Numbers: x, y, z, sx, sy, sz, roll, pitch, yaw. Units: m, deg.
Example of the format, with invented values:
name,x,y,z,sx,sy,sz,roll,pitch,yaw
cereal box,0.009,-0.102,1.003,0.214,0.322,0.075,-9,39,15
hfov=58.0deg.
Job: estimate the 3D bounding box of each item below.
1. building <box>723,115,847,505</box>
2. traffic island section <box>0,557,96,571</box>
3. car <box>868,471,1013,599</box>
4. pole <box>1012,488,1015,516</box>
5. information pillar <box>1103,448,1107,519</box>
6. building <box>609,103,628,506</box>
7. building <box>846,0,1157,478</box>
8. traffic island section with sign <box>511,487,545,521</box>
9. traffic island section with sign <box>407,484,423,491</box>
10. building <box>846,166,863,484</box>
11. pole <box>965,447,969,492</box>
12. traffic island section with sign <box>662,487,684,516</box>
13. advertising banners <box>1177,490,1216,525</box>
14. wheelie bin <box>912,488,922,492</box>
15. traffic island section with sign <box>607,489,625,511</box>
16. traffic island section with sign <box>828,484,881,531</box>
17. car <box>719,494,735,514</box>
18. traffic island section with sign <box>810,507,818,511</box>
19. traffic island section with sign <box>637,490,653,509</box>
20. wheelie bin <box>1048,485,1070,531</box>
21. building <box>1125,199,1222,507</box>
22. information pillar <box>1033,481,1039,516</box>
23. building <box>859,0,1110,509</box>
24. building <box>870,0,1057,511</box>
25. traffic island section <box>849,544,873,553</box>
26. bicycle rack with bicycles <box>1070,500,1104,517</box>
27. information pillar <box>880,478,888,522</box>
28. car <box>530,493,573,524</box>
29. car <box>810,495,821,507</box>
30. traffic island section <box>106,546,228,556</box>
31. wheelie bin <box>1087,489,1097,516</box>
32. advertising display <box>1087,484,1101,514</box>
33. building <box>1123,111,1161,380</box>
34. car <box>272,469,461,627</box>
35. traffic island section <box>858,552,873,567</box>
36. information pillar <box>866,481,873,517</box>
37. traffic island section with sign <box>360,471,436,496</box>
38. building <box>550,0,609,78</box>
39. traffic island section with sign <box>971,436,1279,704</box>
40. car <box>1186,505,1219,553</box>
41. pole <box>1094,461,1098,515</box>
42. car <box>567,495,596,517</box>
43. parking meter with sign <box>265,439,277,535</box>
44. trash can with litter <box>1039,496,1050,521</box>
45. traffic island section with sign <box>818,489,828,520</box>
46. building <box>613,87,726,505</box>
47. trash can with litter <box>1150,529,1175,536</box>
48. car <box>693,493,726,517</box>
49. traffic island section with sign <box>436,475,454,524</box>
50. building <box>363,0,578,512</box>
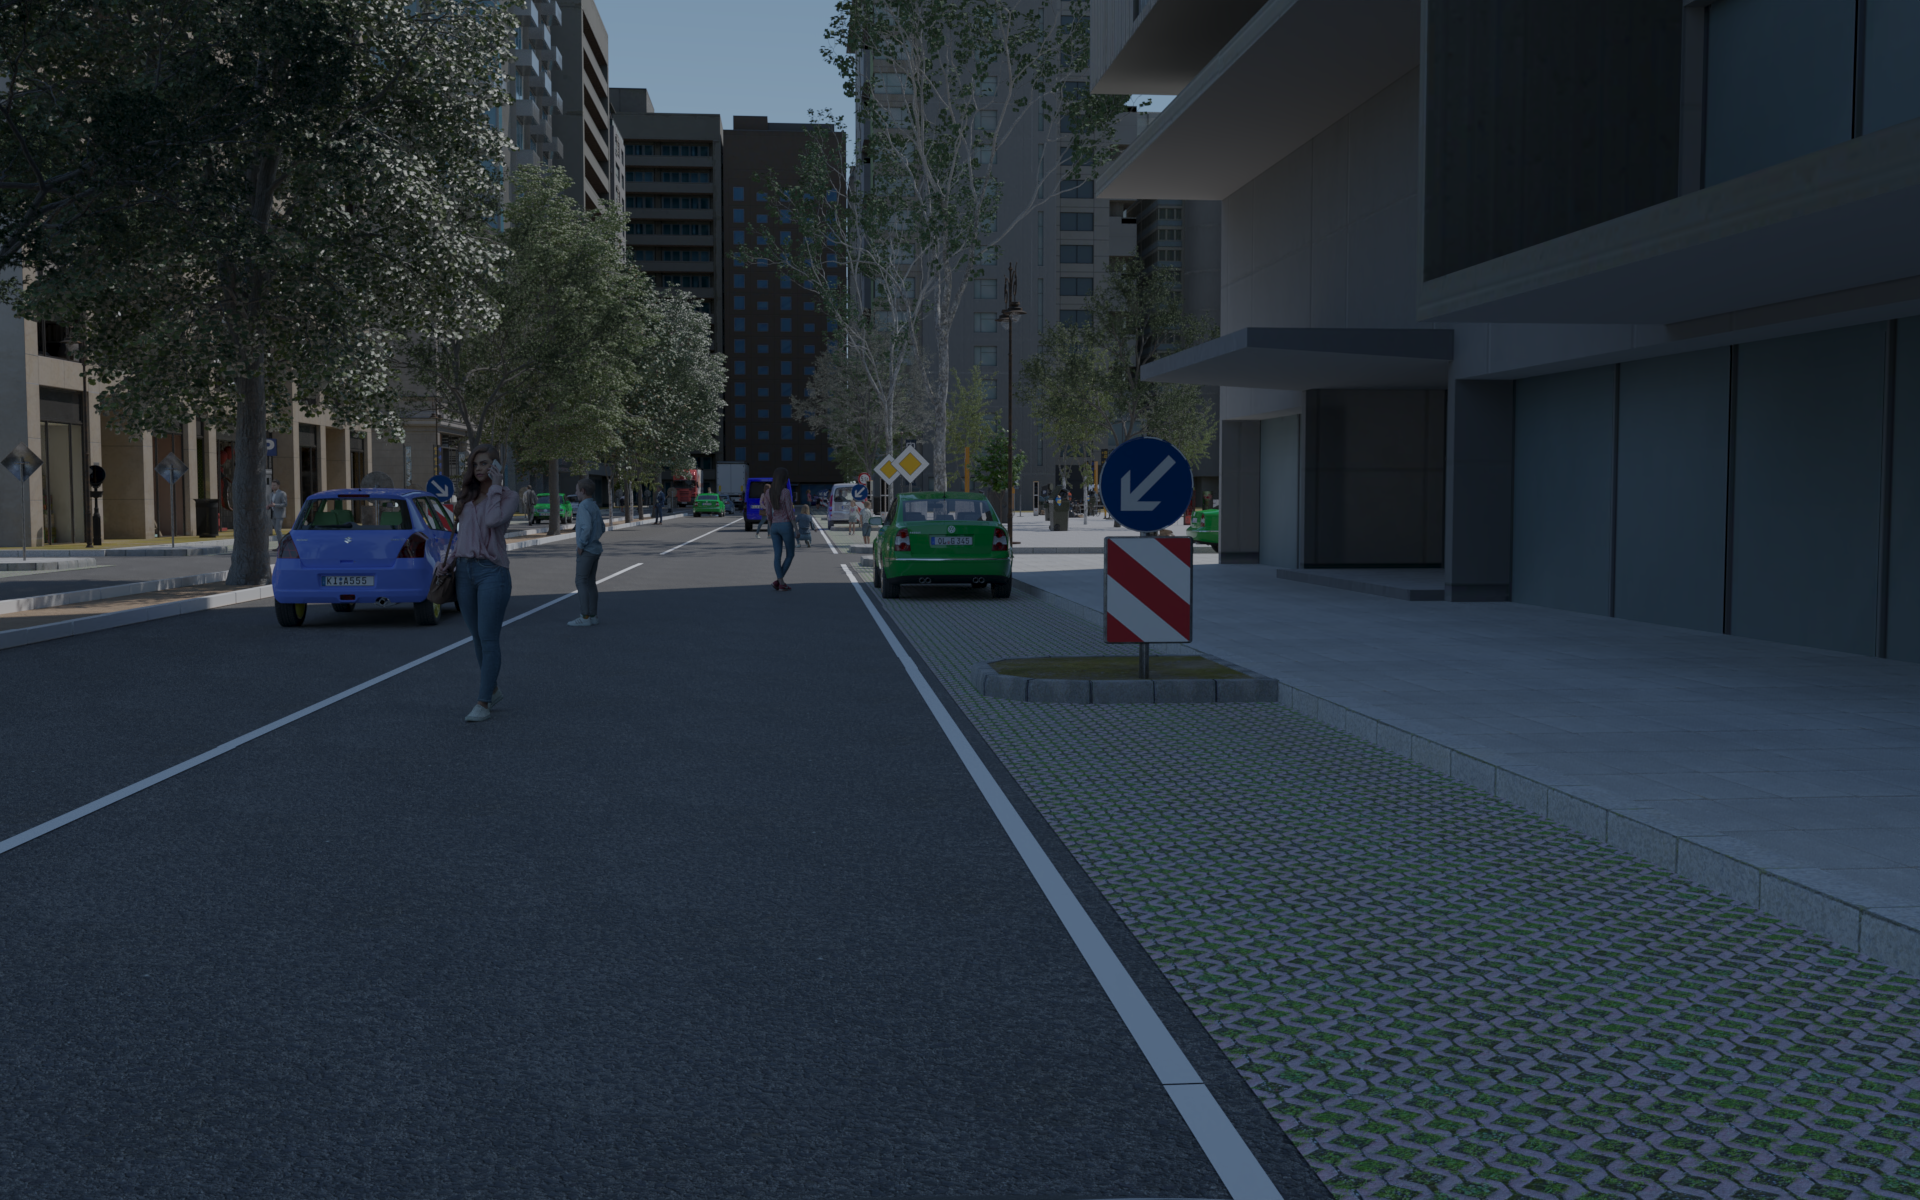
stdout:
name,x,y,z,sx,sy,sz,roll,pitch,yaw
building,-20.938,-34.163,208.676,14.200,45.320,14.600,0,4,-5
traffic island section,-18.047,-0.678,33.373,2.009,0.180,2.903,0,4,-5
car,-0.320,-0.994,25.044,1.959,1.807,4.718,0,4,-5
pole,3.172,-6.685,103.149,0.158,3.312,0.155,0,3,0
information pillar,7.460,-5.971,88.985,0.183,3.616,0.504,0,4,-2
building,-42.532,-30.518,182.561,14.086,41.232,14.154,0,4,-5
building,3.041,-36.111,179.657,28.713,52.752,27.495,0,4,-5
traffic island section with sign,-23.325,-5.153,92.882,1.989,1.847,2.006,0,4,-5
traffic island section with sign,-20.781,-3.500,65.849,1.989,1.847,2.006,0,4,-5
building,-6.512,-32.162,209.446,14.086,41.232,14.154,0,4,-5
pole,0.308,-4.979,75.246,0.158,3.312,0.155,0,3,0
traffic island section with sign,-19.393,-6.621,116.391,2.006,1.907,1.989,0,4,-5
advertising banners,9.467,-4.589,71.220,2.074,3.025,0.090,0,3,0
wheelie bin,-2.282,-5.043,90.359,0.693,1.594,0.980,-3,5,-42
traffic island section with sign,-28.023,-8.198,142.665,1.989,1.847,2.006,0,4,-5
traffic island section with sign,-4.034,-3.595,67.411,1.989,1.847,2.006,0,4,-5
car,-16.968,-6.779,122.831,2.014,1.417,4.499,0,4,-4
traffic island section with sign,-13.865,-9.980,171.806,1.989,1.847,2.006,0,4,-5
traffic island section with sign,-30.544,-9.839,169.503,1.989,1.847,2.006,0,4,-5
wheelie bin,3.451,-3.194,60.125,0.693,1.594,0.980,-1,4,-14
building,29.798,-29.840,179.766,23.993,40.220,32.217,0,4,-5
information pillar,4.425,-5.894,100.860,0.304,2.012,0.304,0,4,2
building,1.446,-43.799,154.362,20.563,71.187,20.611,0,4,-5
building,-0.131,-27.762,137.505,14.154,41.232,14.086,0,4,-5
traffic island section,-1.729,-1.262,42.919,2.009,0.180,2.903,0,4,-5
bicycle rack with bicycles,6.984,-5.250,99.225,2.852,0.926,2.925,2,4,28
information pillar,-3.459,-4.598,79.676,0.304,2.012,0.304,2,4,34
car,-19.823,-4.591,83.864,1.959,1.807,4.718,0,4,-7
car,-14.573,-10.031,176.582,1.945,1.354,3.894,0,4,-4
traffic island section,-18.796,-1.165,41.323,2.009,0.180,2.903,0,4,-5
wheelie bin,7.724,-5.770,102.254,0.693,1.594,0.980,0,4,8
advertising display,8.548,-6.444,110.574,0.974,1.923,0.123,-2,4,-32
building,29.353,-36.559,217.343,30.456,49.044,23.786,0,4,-5
car,-6.675,-0.641,20.074,1.945,1.707,3.694,0,4,-7
traffic island section,-0.980,-0.776,34.969,2.009,0.180,2.903,0,4,-5
information pillar,-4.928,-5.487,94.206,0.304,2.012,0.304,1,4,17
traffic island section with sign,-11.653,-1.595,34.208,2.006,1.907,1.989,0,4,-5
building,-43.210,-32.507,155.196,21.300,48.544,21.600,0,4,-5
traffic island section with sign,1.111,-0.249,12.704,1.989,1.847,2.006,0,4,-5
car,7.714,-1.951,40.700,4.718,1.807,1.959,0,4,-4
pole,8.504,-7.002,108.326,0.158,3.312,0.155,0,3,0
car,-21.224,-5.164,96.428,2.014,1.417,4.499,0,4,-6
parking meter with sign,-21.637,-3.508,53.610,0.543,3.016,1.738,0,4,-6
trash can with litter,4.446,-4.315,81.932,0.624,1.170,1.055,-3,5,-41
traffic island section with sign,-6.567,-5.237,94.247,1.989,1.847,2.006,0,4,-5
building,-39.088,-35.884,210.399,21.600,48.544,21.300,0,4,-5
trash can with litter,5.647,-2.317,49.264,1.055,1.170,0.624,3,5,39
car,-15.621,-6.063,107.920,1.959,1.807,4.718,0,4,-4
traffic island section with sign,-12.338,-2.046,41.584,2.006,1.907,1.989,0,4,-5
building,-41.924,-31.168,129.198,23.786,49.044,30.456,0,4,-5
